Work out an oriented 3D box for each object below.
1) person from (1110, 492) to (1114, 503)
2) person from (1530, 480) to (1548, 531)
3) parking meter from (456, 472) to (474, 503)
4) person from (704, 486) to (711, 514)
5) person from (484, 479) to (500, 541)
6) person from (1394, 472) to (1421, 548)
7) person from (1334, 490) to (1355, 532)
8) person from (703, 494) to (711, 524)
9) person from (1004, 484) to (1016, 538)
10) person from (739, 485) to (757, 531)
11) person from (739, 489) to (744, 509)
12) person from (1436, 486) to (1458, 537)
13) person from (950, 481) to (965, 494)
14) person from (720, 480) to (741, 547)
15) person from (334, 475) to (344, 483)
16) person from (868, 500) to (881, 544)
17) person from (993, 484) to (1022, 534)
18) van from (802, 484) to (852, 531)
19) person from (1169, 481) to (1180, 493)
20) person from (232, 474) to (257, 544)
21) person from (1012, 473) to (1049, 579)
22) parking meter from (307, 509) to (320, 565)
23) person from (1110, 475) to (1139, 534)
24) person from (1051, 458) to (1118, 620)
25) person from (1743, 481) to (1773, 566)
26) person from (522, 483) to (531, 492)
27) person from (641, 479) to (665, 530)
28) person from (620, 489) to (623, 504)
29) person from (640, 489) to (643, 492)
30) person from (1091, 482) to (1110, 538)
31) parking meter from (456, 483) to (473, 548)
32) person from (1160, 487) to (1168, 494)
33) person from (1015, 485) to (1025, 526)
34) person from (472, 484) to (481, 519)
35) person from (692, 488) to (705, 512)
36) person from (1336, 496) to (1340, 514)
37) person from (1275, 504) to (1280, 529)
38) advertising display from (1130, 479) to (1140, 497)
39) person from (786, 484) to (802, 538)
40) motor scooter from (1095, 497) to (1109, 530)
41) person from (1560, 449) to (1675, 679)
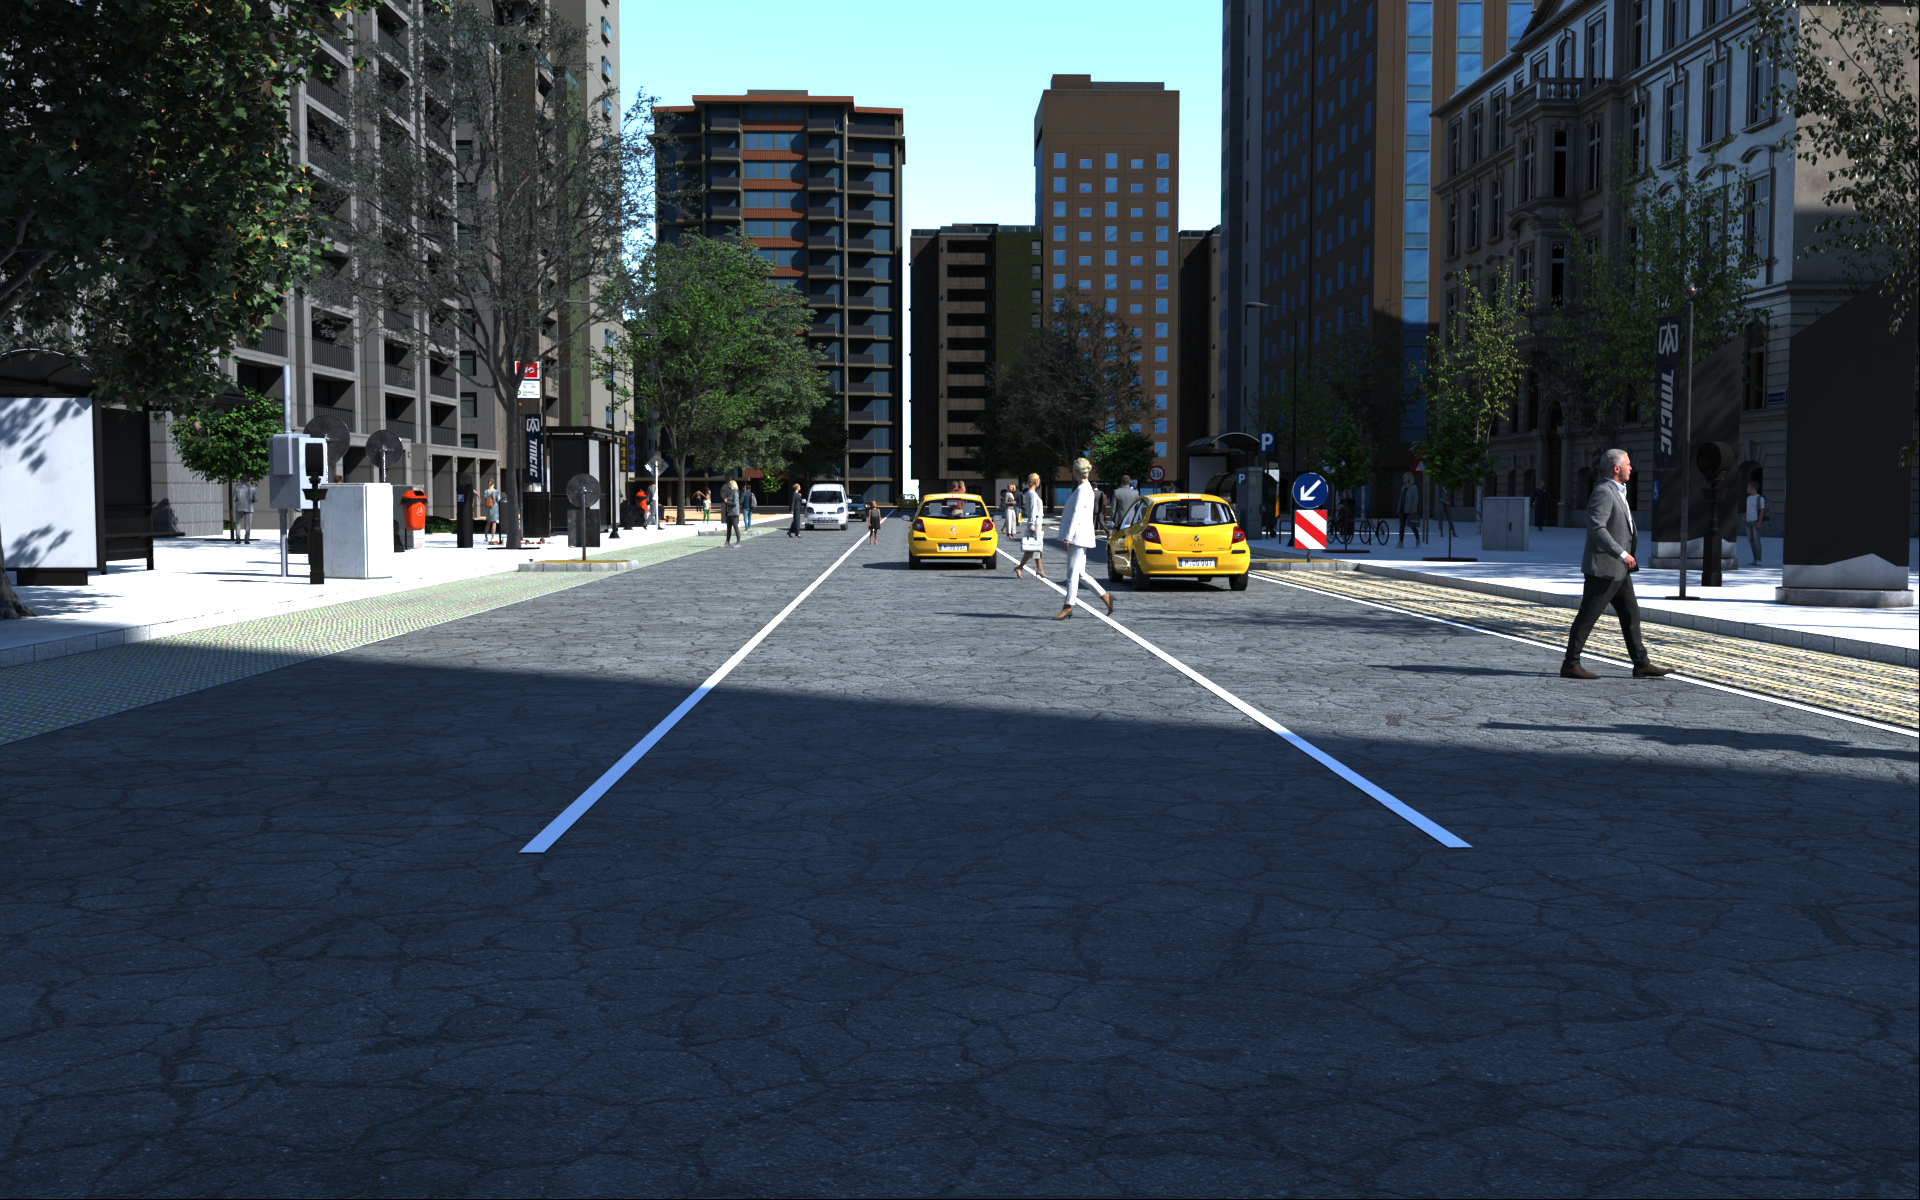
[{"bbox_3d":[9.077,-5.703,102.508,0.599,1.433,0.991,-1,4,-18],"label":"person"},{"bbox_3d":[20.334,-3.320,60.752,0.576,1.772,0.534,-1,4,-12],"label":"person"},{"bbox_3d":[-13.328,-2.504,46.645,0.399,1.863,0.255,-3,5,-39],"label":"parking meter"},{"bbox_3d":[-16.163,-6.414,110.919,0.705,1.824,1.348,-1,4,-19],"label":"person"},{"bbox_3d":[-12.666,-2.435,46.852,0.512,1.701,0.522,0,4,2],"label":"person"},{"bbox_3d":[10.653,-2.121,40.910,0.728,1.800,0.709,-2,4,-27],"label":"person"},{"bbox_3d":[13.078,-3.206,58.739,0.850,1.792,0.678,-2,4,-32],"label":"person"},{"bbox_3d":[-10.736,-3.859,73.382,0.306,1.304,0.590,-2,4,-24],"label":"person"},{"bbox_3d":[1.658,-2.893,56.343,0.362,1.759,0.519,2,4,27],"label":"person"},{"bbox_3d":[-8.065,-3.485,65.830,0.623,1.781,0.721,-3,5,-44],"label":"person"},{"bbox_3d":[-18.971,-8.754,149.959,0.721,1.735,1.217,0,3,0],"label":"person"},{"bbox_3d":[14.610,-2.793,51.986,0.520,1.790,0.573,-3,4,-38],"label":"person"},{"bbox_3d":[-0.032,-2.682,52.331,0.573,1.828,0.580,2,4,28],"label":"person"},{"bbox_3d":[-6.145,-2.312,46.480,0.526,1.800,0.537,-1,4,-22],"label":"person"},{"bbox_3d":[-15.560,-2.268,43.696,0.480,1.755,0.524,3,5,42],"label":"person"},{"bbox_3d":[-2.441,-2.223,49.513,0.362,1.253,0.373,-1,4,-13],"label":"person"},{"bbox_3d":[1.534,-3.303,62.720,1.509,1.804,0.699,2,4,27],"label":"person"},{"bbox_3d":[-5.333,-3.816,69.399,2.013,2.044,4.112,0,4,-2],"label":"van"},{"bbox_3d":[8.834,-3.988,71.266,0.654,1.822,0.581,-3,4,-37],"label":"person"},{"bbox_3d":[-18.425,-2.344,44.574,0.606,1.804,0.583,-2,4,-33],"label":"person"},{"bbox_3d":[1.198,-1.247,29.238,0.624,1.780,0.694,0,4,3],"label":"person"},{"bbox_3d":[-11.653,-1.571,31.395,0.255,1.863,0.399,0,4,0],"label":"parking meter"},{"bbox_3d":[3.368,-1.611,34.939,0.694,1.812,0.767,0,4,-4],"label":"person"},{"bbox_3d":[1.428,-0.694,19.729,0.818,1.842,0.514,-1,4,-10],"label":"person"},{"bbox_3d":[14.322,-1.377,31.155,0.523,1.515,0.503,-3,5,-43],"label":"person"},{"bbox_3d":[-18.483,-4.110,73.793,0.519,1.759,0.362,-2,4,-25],"label":"person"},{"bbox_3d":[-10.971,-3.412,61.928,0.850,1.850,0.679,-1,4,-15],"label":"person"},{"bbox_3d":[-14.216,-4.005,71.694,0.661,1.801,0.590,1,4,17],"label":"person"},{"bbox_3d":[-28.860,-9.167,156.376,0.568,1.767,0.683,0,4,1],"label":"person"},{"bbox_3d":[4.440,-2.919,56.190,0.822,1.834,0.622,3,5,44],"label":"person"},{"bbox_3d":[-11.837,-2.017,41.385,0.372,1.533,0.369,0,3,0],"label":"parking meter"},{"bbox_3d":[13.784,-6.722,116.680,1.217,1.736,0.721,0,4,7],"label":"person"},{"bbox_3d":[2.506,-4.170,76.672,0.794,1.824,0.713,-2,4,-27],"label":"person"},{"bbox_3d":[-23.776,-4.774,84.100,1.348,1.824,0.705,1,4,23],"label":"person"},{"bbox_3d":[-18.924,-7.275,125.692,1.217,1.736,0.721,1,4,20],"label":"person"},{"bbox_3d":[15.759,-3.699,71.529,0.505,1.210,0.382,-2,4,-35],"label":"person"},{"bbox_3d":[11.426,-3.187,62.817,0.362,1.253,0.373,1,4,9],"label":"person"},{"bbox_3d":[7.257,-4.131,72.761,0.123,1.923,0.974,-2,4,-26],"label":"advertising display"},{"bbox_3d":[-5.437,-2.945,57.066,0.534,1.772,0.576,-1,4,-15],"label":"person"},{"bbox_3d":[5.311,-3.281,66.415,0.815,1.314,1.986,0,4,-3],"label":"motor scooter"},{"bbox_3d":[5.092,-0.274,13.370,0.834,1.777,0.661,1,4,22],"label":"person"}]
